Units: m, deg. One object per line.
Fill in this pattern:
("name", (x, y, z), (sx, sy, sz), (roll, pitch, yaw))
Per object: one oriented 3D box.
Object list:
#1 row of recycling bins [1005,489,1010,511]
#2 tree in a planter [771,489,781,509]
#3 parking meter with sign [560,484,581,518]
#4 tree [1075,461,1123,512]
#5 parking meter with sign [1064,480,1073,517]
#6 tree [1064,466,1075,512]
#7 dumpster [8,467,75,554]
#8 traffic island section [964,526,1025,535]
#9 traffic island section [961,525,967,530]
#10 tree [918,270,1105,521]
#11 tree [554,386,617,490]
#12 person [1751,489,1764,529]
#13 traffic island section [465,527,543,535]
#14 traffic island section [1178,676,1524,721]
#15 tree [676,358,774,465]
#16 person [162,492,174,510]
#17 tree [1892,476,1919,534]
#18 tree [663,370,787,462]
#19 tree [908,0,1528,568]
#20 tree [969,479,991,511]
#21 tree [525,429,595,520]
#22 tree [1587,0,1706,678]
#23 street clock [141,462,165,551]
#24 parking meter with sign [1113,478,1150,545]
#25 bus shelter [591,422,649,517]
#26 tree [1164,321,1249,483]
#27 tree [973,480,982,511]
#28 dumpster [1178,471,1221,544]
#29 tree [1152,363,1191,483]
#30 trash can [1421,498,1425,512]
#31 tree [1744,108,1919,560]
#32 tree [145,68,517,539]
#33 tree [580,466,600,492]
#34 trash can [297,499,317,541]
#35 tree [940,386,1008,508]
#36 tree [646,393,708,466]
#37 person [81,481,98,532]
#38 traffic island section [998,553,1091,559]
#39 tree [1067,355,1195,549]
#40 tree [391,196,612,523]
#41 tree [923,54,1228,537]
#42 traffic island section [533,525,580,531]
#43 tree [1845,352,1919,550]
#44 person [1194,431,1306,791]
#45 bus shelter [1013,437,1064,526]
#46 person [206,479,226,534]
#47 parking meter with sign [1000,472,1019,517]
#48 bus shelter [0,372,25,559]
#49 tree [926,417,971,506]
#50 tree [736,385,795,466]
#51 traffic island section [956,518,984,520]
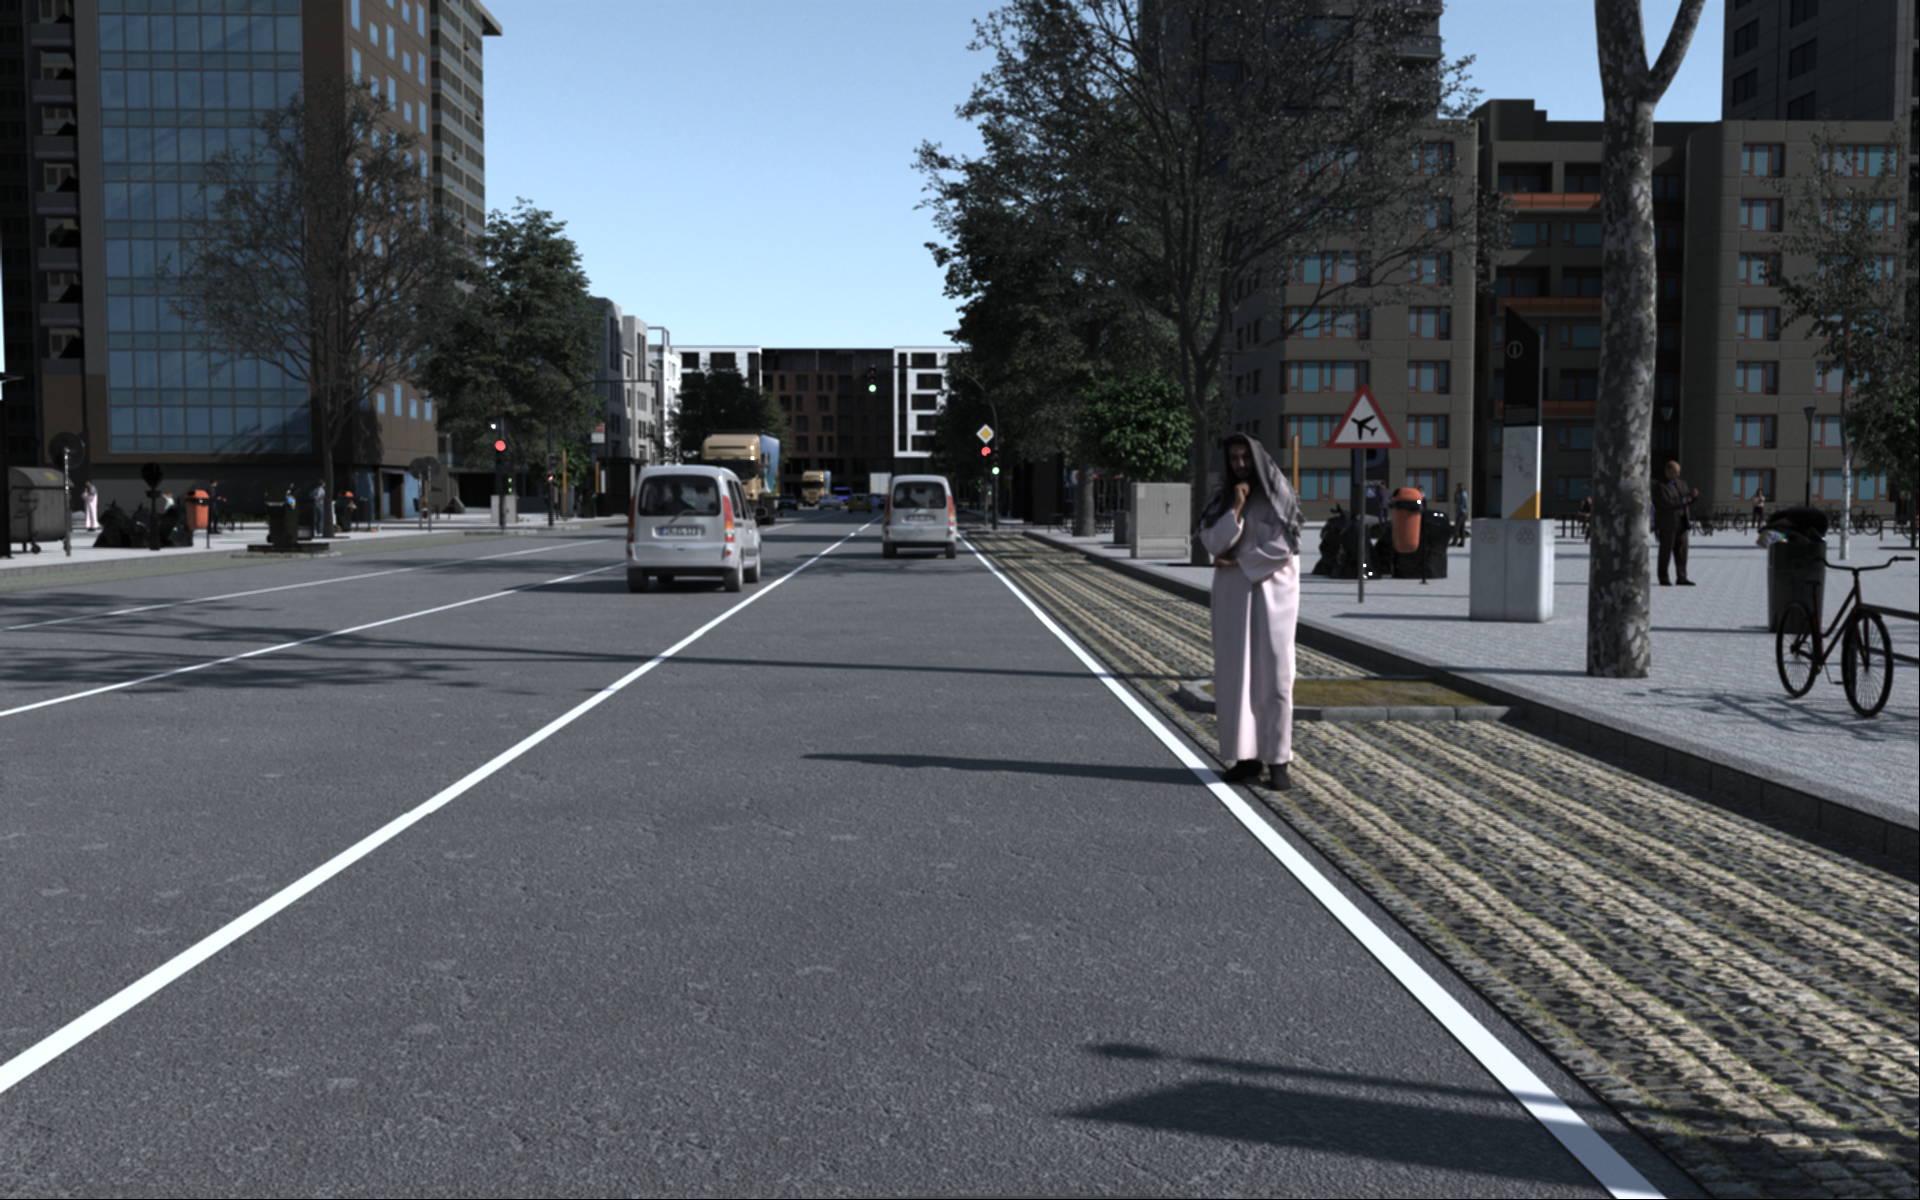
("row of recycling bins", (4.030, -7.605, 131.448), (1.069, 1.692, 3.534), (-2, 4, -24))
("tree in a planter", (-18.641, -10.650, 171.349), (1.991, 3.239, 1.994), (0, 4, -1))
("parking meter with sign", (-21.303, -5.976, 93.962), (1.738, 3.016, 0.543), (0, 4, -1))
("tree", (9.399, -9.312, 102.615), (4.360, 8.622, 3.978), (0, 3, 0))
("parking meter with sign", (5.546, -6.147, 96.757), (1.738, 3.016, 0.543), (3, 5, 41))
("tree", (9.131, -11.632, 140.540), (4.360, 8.622, 3.978), (0, 3, 0))
("dumpster", (-20.312, -1.954, 37.701), (1.264, 1.857, 1.865), (0, 4, -2))
("traffic island section", (1.261, -2.410, 61.678), (2.009, 0.180, 2.903), (0, 4, -1))
("traffic island section", (1.057, -2.898, 69.660), (2.009, 0.180, 2.903), (0, 4, -1))
("tree", (3.458, -10.142, 82.825), (9.611, 12.733, 9.660), (0, 3, 0))
("tree", (-24.493, -9.932, 112.742), (4.737, 8.622, 4.395), (0, 3, 0))
("person", (31.019, -3.508, 67.323), (0.566, 1.644, 0.517), (-2, 4, -25))
("traffic island section", (-16.155, -2.383, 61.239), (2.009, 0.180, 2.903), (0, 4, -1))
("traffic island section", (2.538, 0.675, 11.838), (1.991, 0.108, 1.994), (0, 4, -1))
("tree", (-21.766, -15.631, 162.226), (9.857, 13.997, 8.962), (0, 3, 0))
("person", (-28.186, -3.158, 61.588), (0.340, 1.345, 0.435), (0, 4, 2))
("tree", (31.072, -3.792, 56.595), (1.663, 3.219, 1.824), (0, 3, 0))
("tree", (-20.643, -13.318, 143.499), (9.928, 11.665, 9.643), (0, 3, 0))
("tree", (4.199, -7.322, 30.082), (12.009, 13.543, 11.850), (0, 3, 0))
("tree", (1.410, -8.591, 135.059), (1.663, 3.219, 1.824), (0, 3, 0))
("tree", (-20.041, -6.260, 86.062), (4.285, 4.588, 4.351), (0, 3, 0))
("tree", (3.443, -9.474, 10.786), (12.611, 20.169, 13.585), (0, 3, 0))
("street clock", (-18.340, -2.130, 39.402), (0.471, 2.002, 0.358), (-1, 4, -15))
("parking meter with sign", (4.484, -2.935, 44.256), (0.543, 3.016, 1.738), (2, 4, 31))
("bus shelter", (-19.662, -7.476, 99.871), (2.179, 5.291, 8.768), (0, 4, -2))
("tree", (10.179, -7.474, 72.559), (4.360, 8.622, 3.978), (0, 3, 0))
("tree", (1.752, -10.996, 130.150), (4.737, 8.622, 4.395), (0, 3, 0))
("dumpster", (6.265, -2.365, 44.433), (1.264, 1.857, 1.865), (0, 4, -2))
("tree", (10.274, -8.729, 93.089), (4.737, 8.622, 4.395), (0, 3, 0))
("trash can", (18.889, -3.675, 71.736), (0.748, 1.137, 0.748), (0, 3, 0))
("tree", (17.462, -5.082, 33.449), (4.360, 8.622, 3.978), (0, 3, 0))
("tree", (-18.103, -8.517, 49.618), (12.009, 13.543, 11.850), (0, 3, 0))
("tree", (-25.061, -7.596, 118.789), (1.663, 3.219, 1.824), (0, 3, 0))
("trash can", (-18.032, -2.193, 47.508), (0.748, 1.137, 0.748), (0, 3, 0))
("tree", (2.012, -14.493, 155.086), (7.486, 12.596, 7.792), (0, 3, 0))
("tree", (-20.394, -10.668, 124.785), (4.360, 8.622, 3.978), (0, 3, 0))
("person", (-29.827, -3.219, 59.339), (0.551, 1.740, 0.621), (0, 4, -3))
("traffic island section", (1.856, -0.973, 38.773), (1.991, 0.108, 1.994), (0, 4, -1))
("tree", (4.192, -3.515, 41.177), (4.285, 4.588, 4.351), (0, 3, 0))
("tree", (-19.838, -10.356, 75.981), (9.857, 13.997, 8.962), (0, 3, 0))
("tree", (3.769, -8.885, 51.931), (9.857, 13.997, 8.962), (0, 3, 0))
("traffic island section", (-16.359, -2.871, 69.221), (2.009, 0.180, 2.903), (0, 4, -1))
("tree", (22.231, -3.458, 40.250), (4.285, 4.588, 4.351), (0, 3, 0))
("person", (1.428, 0.037, 8.572), (0.551, 1.740, 0.621), (1, 4, 11))
("bus shelter", (3.343, -4.972, 72.577), (1.731, 3.624, 6.357), (0, 4, -1))
("person", (-23.789, -2.992, 55.410), (0.568, 1.767, 0.683), (-1, 4, -12))
("parking meter with sign", (3.164, -6.220, 97.965), (1.738, 3.016, 0.543), (-1, 4, -11))
("bus shelter", (-19.267, -2.445, 31.260), (1.731, 3.624, 6.357), (0, 4, -1))
("tree", (0.990, -15.057, 180.594), (8.767, 10.594, 7.601), (-2, 4, -25))
("tree", (-20.789, -16.060, 180.712), (7.486, 12.596, 7.792), (0, 3, 0))
("traffic island section", (0.421, -4.382, 94.519), (1.991, 0.108, 1.994), (0, 4, -1))
